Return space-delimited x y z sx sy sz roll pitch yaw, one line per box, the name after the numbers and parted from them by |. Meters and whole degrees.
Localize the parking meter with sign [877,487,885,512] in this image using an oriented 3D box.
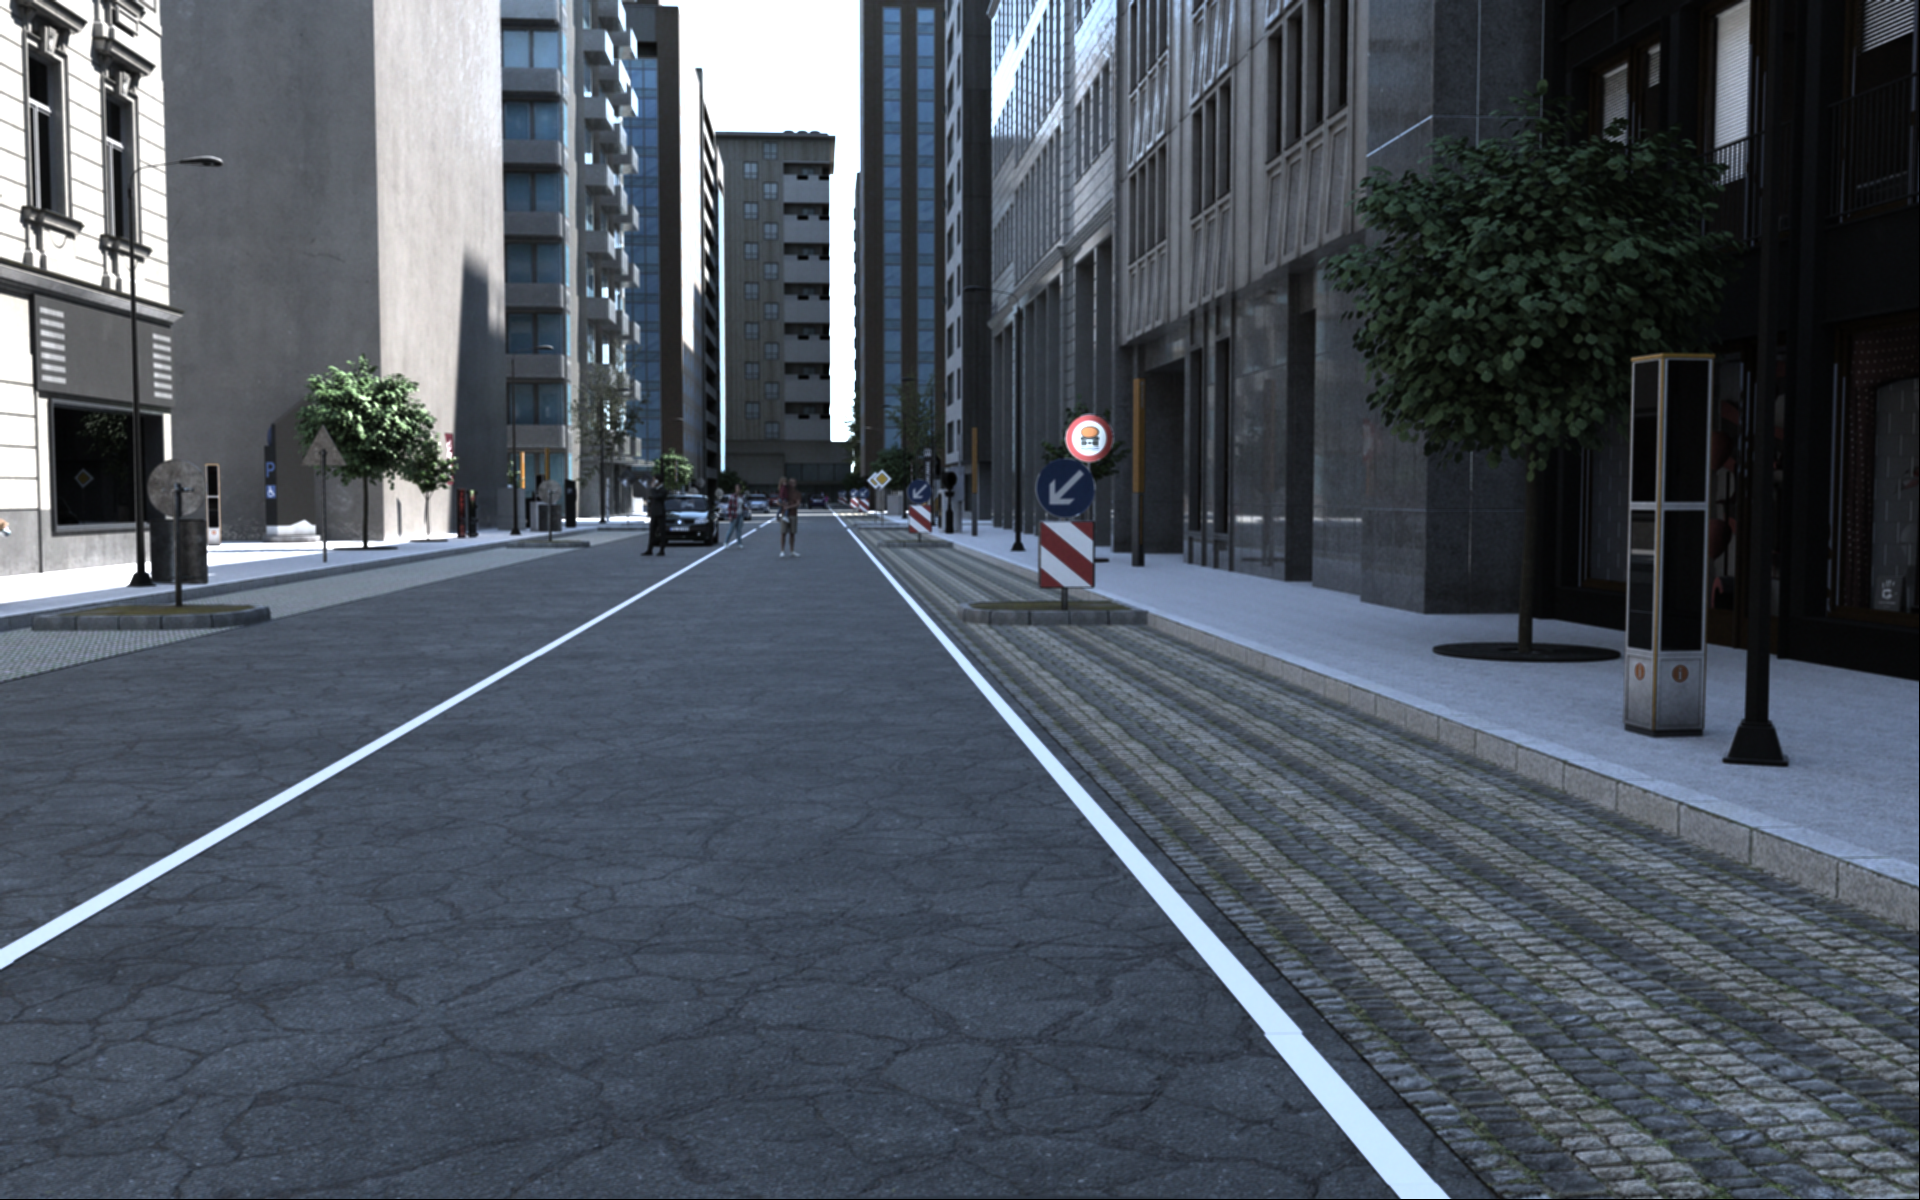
-5.711 -7.784 123.529 0.543 3.016 1.738 -1 4 -15 | parking meter with sign

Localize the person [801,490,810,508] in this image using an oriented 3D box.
-16.255 -10.466 179.704 1.350 1.814 0.705 0 4 -4 | person

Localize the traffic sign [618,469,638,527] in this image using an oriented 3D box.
-13.126 -3.963 68.436 0.795 2.450 0.064 0 4 -5 | traffic sign

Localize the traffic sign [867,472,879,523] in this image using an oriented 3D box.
-3.768 -4.499 77.194 0.795 2.450 0.064 0 4 -5 | traffic sign

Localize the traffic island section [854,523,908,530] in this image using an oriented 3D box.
-3.090 -2.877 69.315 2.009 0.180 2.903 0 4 -5 | traffic island section

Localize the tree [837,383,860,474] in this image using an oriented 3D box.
-7.660 -14.715 158.720 7.486 12.596 7.792 0 3 0 | tree

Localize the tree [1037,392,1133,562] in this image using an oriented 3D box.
2.213 -2.347 32.980 1.663 3.219 1.824 0 3 0 | tree

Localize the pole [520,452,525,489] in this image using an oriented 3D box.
-21.221 -5.516 84.023 0.158 3.312 0.155 0 3 0 | pole

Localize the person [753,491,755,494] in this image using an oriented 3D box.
-19.082 -9.309 161.410 0.721 1.735 1.217 2 4 27 | person

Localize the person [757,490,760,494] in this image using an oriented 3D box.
-20.358 -10.144 174.294 0.705 1.831 1.348 2 4 24 | person

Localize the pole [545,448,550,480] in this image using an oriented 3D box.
-18.190 -5.049 76.390 0.158 3.312 0.155 0 3 0 | pole

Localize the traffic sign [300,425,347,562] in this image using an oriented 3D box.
-11.938 -1.987 32.486 0.884 2.594 0.081 0 4 2 | traffic sign

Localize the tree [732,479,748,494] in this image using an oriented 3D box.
-28.186 -13.753 219.462 1.663 3.219 1.824 0 3 0 | tree

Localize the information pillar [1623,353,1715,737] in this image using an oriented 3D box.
3.771 -0.290 9.227 0.304 2.012 0.304 -1 4 -10 | information pillar

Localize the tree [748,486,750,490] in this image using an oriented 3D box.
-28.213 -14.166 226.215 1.663 3.219 1.824 0 3 0 | tree

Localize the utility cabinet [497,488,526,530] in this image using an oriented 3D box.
-15.871 -3.219 61.316 1.173 1.500 0.318 3 4 36 | utility cabinet

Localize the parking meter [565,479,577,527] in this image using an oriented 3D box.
-14.951 -3.722 66.572 0.399 1.863 0.255 0 4 1 | parking meter

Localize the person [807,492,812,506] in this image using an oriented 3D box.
-18.109 -12.217 209.043 0.742 1.727 0.445 2 4 24 | person

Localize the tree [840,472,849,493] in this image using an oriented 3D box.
-9.608 -11.629 173.848 4.285 4.588 4.351 0 3 0 | tree

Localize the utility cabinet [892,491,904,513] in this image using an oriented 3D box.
-4.185 -6.749 119.020 0.318 1.500 1.173 -3 5 -42 | utility cabinet

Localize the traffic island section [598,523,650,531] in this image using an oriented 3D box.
-13.148 -2.827 68.495 2.009 0.180 2.903 0 4 -5 | traffic island section

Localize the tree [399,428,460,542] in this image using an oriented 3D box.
-14.305 -3.199 46.898 1.663 3.219 1.824 0 3 0 | tree

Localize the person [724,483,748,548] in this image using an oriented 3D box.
-5.926 -2.234 45.872 0.563 1.720 0.643 -3 5 -44 | person

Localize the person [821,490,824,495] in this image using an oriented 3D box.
-15.005 -10.917 186.869 0.599 1.838 0.709 0 4 -2 | person

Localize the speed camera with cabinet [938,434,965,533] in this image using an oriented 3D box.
-0.306 -3.893 57.984 0.660 3.252 2.038 -1 4 -10 | speed camera with cabinet

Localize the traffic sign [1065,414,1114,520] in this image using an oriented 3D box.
2.063 -1.686 27.669 0.768 2.556 0.104 0 4 1 | traffic sign

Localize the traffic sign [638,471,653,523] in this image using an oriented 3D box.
-13.780 -4.450 76.394 0.795 2.450 0.064 0 4 -5 | traffic sign

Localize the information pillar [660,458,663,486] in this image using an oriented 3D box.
-19.112 -7.328 111.171 0.183 3.616 0.504 1 4 9 | information pillar

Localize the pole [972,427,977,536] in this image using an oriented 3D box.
0.447 -3.622 53.057 0.158 3.312 0.155 0 3 0 | pole

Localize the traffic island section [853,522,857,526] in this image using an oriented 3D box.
-3.745 -3.363 77.273 2.009 0.180 2.903 0 4 -5 | traffic island section

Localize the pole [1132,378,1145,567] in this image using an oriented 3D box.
3.161 -2.250 30.626 0.158 3.312 0.155 0 3 0 | pole

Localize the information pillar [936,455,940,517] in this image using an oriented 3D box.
-1.306 -6.505 97.710 0.183 3.616 0.504 3 5 43 | information pillar

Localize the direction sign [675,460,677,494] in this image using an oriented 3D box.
-18.807 -7.511 114.794 0.379 3.537 0.876 0 4 0 | direction sign

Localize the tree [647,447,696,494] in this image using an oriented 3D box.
-20.056 -8.344 120.142 4.285 4.588 4.351 0 3 0 | tree

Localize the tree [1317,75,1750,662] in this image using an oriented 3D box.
4.464 -1.836 13.735 4.285 4.588 4.351 0 3 0 | tree

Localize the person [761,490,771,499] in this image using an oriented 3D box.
-18.828 -9.672 166.768 1.348 1.807 0.705 -2 4 -30 | person

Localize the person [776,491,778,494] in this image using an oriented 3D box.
-21.422 -11.858 202.388 0.705 1.822 1.348 1 4 15 | person

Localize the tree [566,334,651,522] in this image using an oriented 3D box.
-16.330 -7.934 80.076 4.360 8.622 3.978 0 3 0 | tree

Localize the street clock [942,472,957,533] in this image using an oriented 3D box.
-0.341 -3.171 56.412 0.358 2.002 0.471 3 5 41 | street clock

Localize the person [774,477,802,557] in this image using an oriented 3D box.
-3.958 -1.909 39.685 0.573 1.828 0.580 2 4 31 | person

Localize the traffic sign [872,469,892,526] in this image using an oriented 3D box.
-3.113 -4.012 69.236 0.795 2.450 0.064 0 4 -5 | traffic sign

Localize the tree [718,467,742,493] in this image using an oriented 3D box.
-27.811 -13.688 207.511 4.285 4.588 4.351 0 3 0 | tree

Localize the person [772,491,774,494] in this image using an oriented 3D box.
-24.632 -13.399 227.563 0.705 1.826 1.348 0 4 -4 | person

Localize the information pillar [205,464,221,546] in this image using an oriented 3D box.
-18.404 -2.334 42.656 0.304 2.012 0.304 -2 4 -27 | information pillar

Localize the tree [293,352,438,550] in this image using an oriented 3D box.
-13.828 -3.452 40.162 4.285 4.588 4.351 0 3 0 | tree

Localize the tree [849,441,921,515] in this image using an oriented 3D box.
-4.281 -7.945 113.613 4.285 4.588 4.351 0 3 0 | tree

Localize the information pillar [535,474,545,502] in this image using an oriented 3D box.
-15.580 -3.659 64.313 0.304 2.012 0.304 0 4 2 | information pillar

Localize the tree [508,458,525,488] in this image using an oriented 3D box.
-20.717 -5.112 78.185 1.663 3.219 1.824 0 3 0 | tree

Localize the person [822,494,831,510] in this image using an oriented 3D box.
-11.924 -8.705 154.050 0.991 1.433 0.599 -3 4 -36 | person

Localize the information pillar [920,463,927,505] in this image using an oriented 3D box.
-2.790 -8.615 132.204 0.504 3.616 0.183 -1 4 -16 | information pillar

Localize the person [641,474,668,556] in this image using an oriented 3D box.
-7.105 -1.991 40.423 0.648 1.900 0.474 3 5 44 | person

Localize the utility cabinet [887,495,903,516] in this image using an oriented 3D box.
-3.876 -5.620 103.049 1.020 1.237 0.306 3 5 40 | utility cabinet

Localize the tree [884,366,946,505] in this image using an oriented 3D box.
-2.169 -9.169 100.273 4.737 8.622 4.395 0 3 0 | tree

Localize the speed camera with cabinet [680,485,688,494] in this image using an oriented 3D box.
-21.328 -8.515 133.563 0.660 3.252 2.038 1 4 16 | speed camera with cabinet
